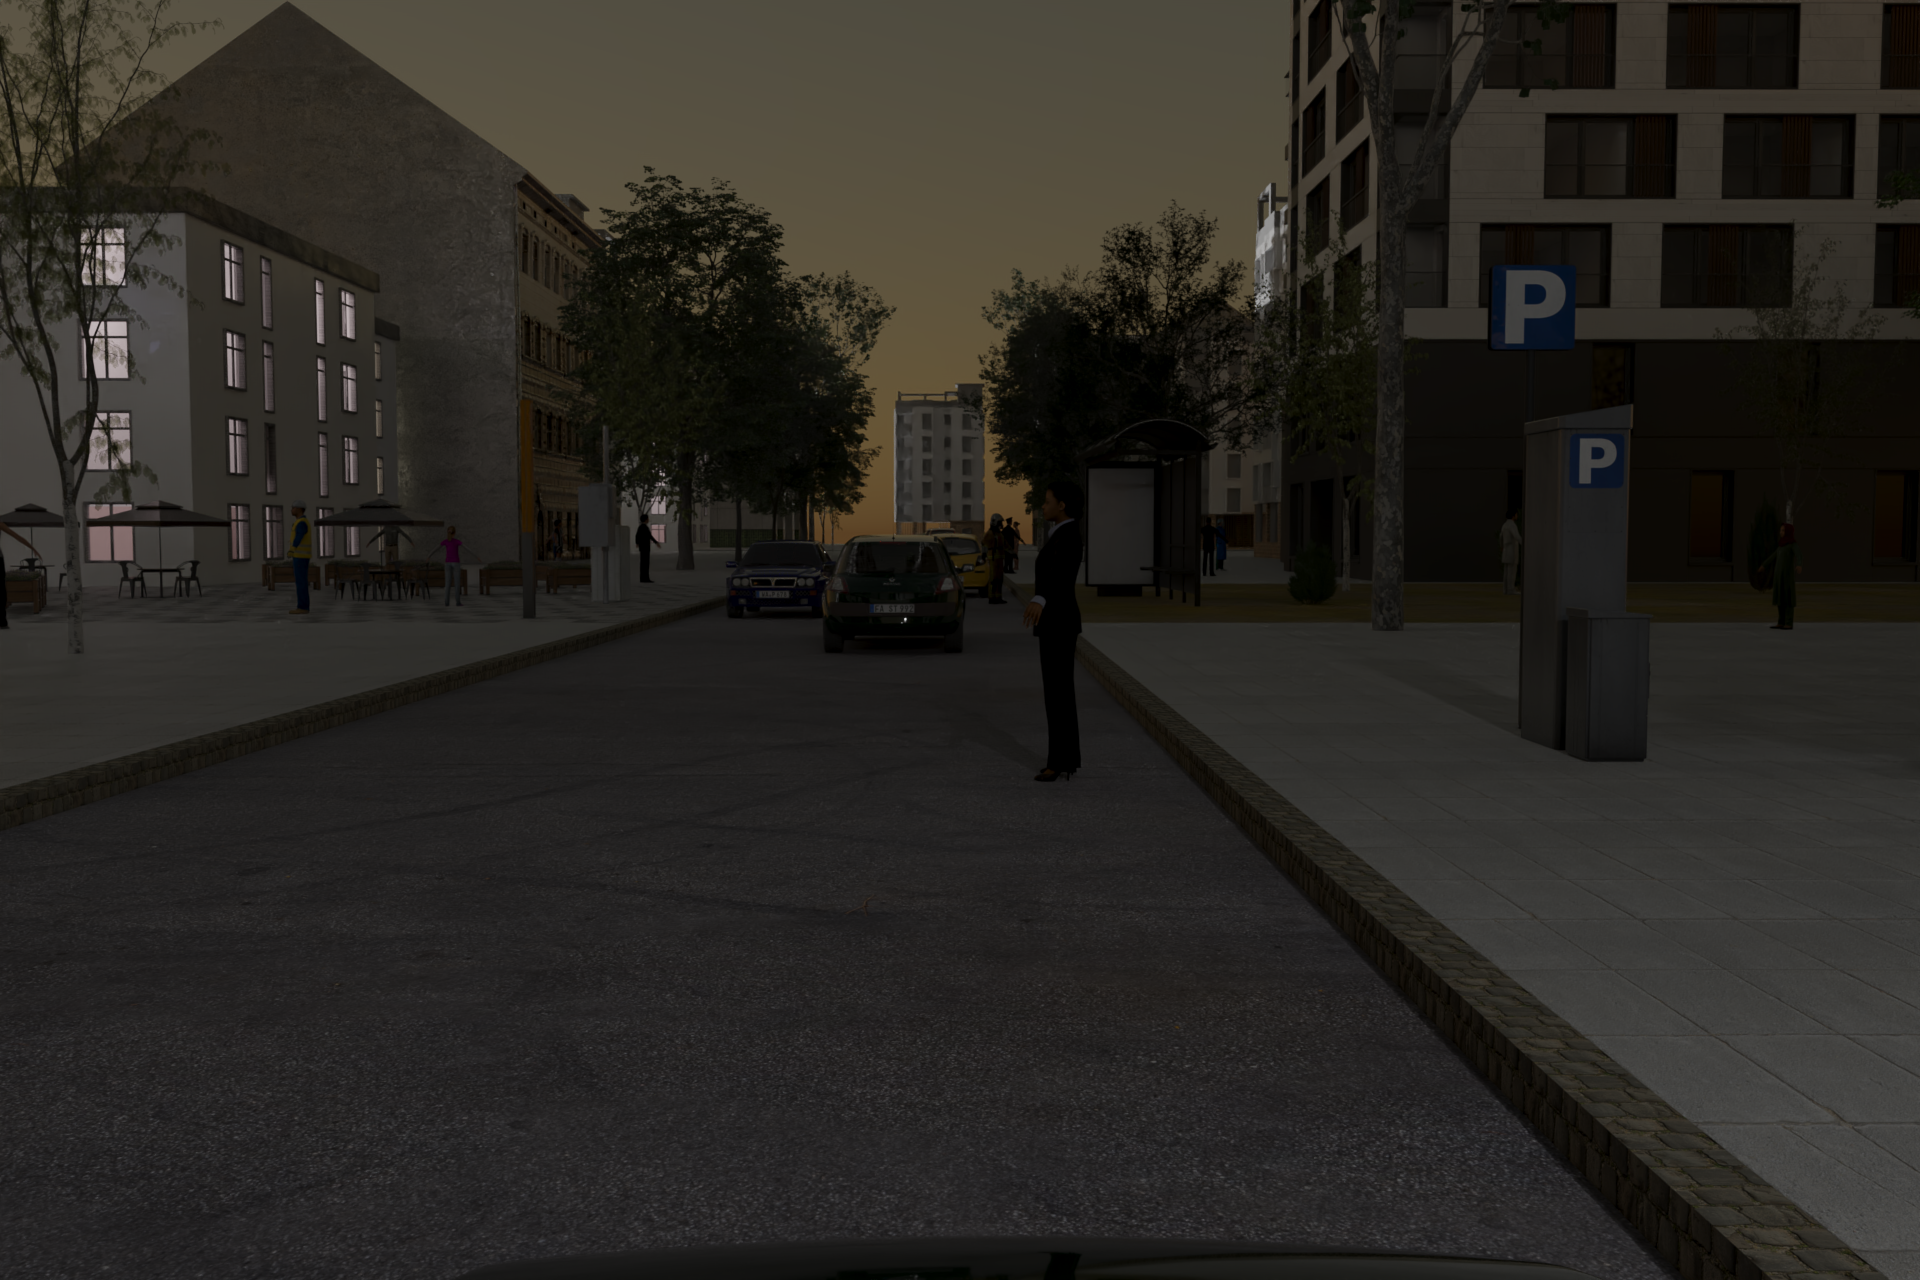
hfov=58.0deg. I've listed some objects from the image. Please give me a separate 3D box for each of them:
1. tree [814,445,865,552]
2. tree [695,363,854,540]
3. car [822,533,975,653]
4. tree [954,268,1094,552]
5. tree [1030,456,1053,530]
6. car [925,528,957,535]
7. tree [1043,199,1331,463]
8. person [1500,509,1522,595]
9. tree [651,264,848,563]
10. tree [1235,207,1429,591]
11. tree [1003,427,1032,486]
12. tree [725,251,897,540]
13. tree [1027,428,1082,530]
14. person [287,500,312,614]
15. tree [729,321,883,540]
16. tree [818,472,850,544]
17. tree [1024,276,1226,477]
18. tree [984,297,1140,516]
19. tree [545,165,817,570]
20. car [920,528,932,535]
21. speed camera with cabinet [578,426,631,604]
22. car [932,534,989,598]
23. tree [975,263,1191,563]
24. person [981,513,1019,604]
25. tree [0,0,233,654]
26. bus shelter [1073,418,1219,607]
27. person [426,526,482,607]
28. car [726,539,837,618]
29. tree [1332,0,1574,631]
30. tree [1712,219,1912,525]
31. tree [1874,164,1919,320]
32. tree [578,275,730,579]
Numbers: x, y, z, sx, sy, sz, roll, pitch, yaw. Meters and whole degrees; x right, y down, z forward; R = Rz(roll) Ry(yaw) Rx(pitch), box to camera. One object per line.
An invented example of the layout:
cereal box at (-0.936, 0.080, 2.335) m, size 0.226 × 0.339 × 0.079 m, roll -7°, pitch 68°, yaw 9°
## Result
tree at (-9.550, -10.773, 126.506) m, size 4.360 × 8.622 × 3.978 m, roll 0°, pitch 3°, yaw 0°
tree at (-9.800, -9.532, 90.266) m, size 8.767 × 10.594 × 7.601 m, roll 0°, pitch 4°, yaw -5°
car at (-0.808, -0.765, 22.292) m, size 2.009 × 1.686 × 4.222 m, roll 0°, pitch 4°, yaw 0°
tree at (5.829, -16.289, 122.222) m, size 12.611 × 20.169 × 13.585 m, roll 0°, pitch 3°, yaw 0°
tree at (5.606, -9.744, 109.677) m, size 4.360 × 8.622 × 3.978 m, roll 0°, pitch 3°, yaw 0°
car at (-1.037, -5.920, 105.465) m, size 2.281 × 1.827 × 5.304 m, roll 0°, pitch 4°, yaw 0°
tree at (6.245, -6.918, 47.517) m, size 8.767 × 10.594 × 7.601 m, roll 1°, pitch 4°, yaw 12°
person at (11.663, -1.859, 36.584) m, size 0.705 × 1.806 × 1.347 m, roll 0°, pitch 4°, yaw -5°
tree at (-9.840, -10.202, 77.175) m, size 12.009 × 13.543 × 11.850 m, roll 0°, pitch 3°, yaw 0°
tree at (8.492, -5.390, 38.492) m, size 4.737 × 8.622 × 4.395 m, roll 0°, pitch 3°, yaw 0°
tree at (11.241, -22.447, 222.892) m, size 12.611 × 20.169 × 13.585 m, roll 0°, pitch 3°, yaw 0°
tree at (-10.967, -15.942, 116.539) m, size 12.611 × 20.169 × 13.585 m, roll 0°, pitch 3°, yaw 0°
tree at (5.682, -9.380, 103.733) m, size 4.737 × 8.622 × 4.395 m, roll 0°, pitch 3°, yaw 0°
person at (-10.634, -1.338, 27.844) m, size 0.705 × 1.833 × 1.349 m, roll -1°, pitch 4°, yaw -16°
tree at (-9.472, -12.016, 103.114) m, size 9.857 × 13.997 × 8.962 m, roll 0°, pitch 3°, yaw 0°
tree at (-17.228, -17.759, 216.110) m, size 9.928 × 11.665 × 9.643 m, roll 0°, pitch 3°, yaw 0°
tree at (5.944, -7.800, 61.943) m, size 7.601 × 10.594 × 8.767 m, roll -1°, pitch 4°, yaw -10°
tree at (5.740, -11.365, 92.466) m, size 9.857 × 13.997 × 8.962 m, roll 0°, pitch 3°, yaw 0°
tree at (-9.714, -9.474, 61.556) m, size 9.857 × 13.997 × 8.962 m, roll 0°, pitch 3°, yaw 0°
car at (-1.419, -6.249, 110.839) m, size 2.281 × 1.827 × 5.304 m, roll 0°, pitch 4°, yaw -1°
speed camera with cabinet at (-6.664, -2.332, 32.460) m, size 0.660 × 3.252 × 2.038 m, roll 0°, pitch 3°, yaw 0°
car at (-0.189, -1.844, 40.367) m, size 2.015 × 1.641 × 3.980 m, roll 0°, pitch 4°, yaw 0°
tree at (5.731, -10.281, 78.458) m, size 12.009 × 13.543 × 11.850 m, roll 0°, pitch 3°, yaw 0°
person at (0.766, -1.667, 35.482) m, size 0.705 × 1.858 × 1.354 m, roll 2°, pitch 4°, yaw 32°
tree at (-9.410, -4.172, 18.575) m, size 4.360 × 8.622 × 3.978 m, roll 0°, pitch 3°, yaw 0°
bus shelter at (3.419, -2.388, 32.975) m, size 2.014 × 3.302 × 5.546 m, roll 0°, pitch 4°, yaw -2°
person at (-8.971, -1.309, 30.675) m, size 0.991 × 1.433 × 0.599 m, roll 0°, pitch 3°, yaw 0°
car at (-3.117, -1.115, 30.812) m, size 1.945 × 1.354 × 3.894 m, roll 0°, pitch 4°, yaw 0°
tree at (6.795, -10.129, 21.496) m, size 12.611 × 20.169 × 13.585 m, roll 0°, pitch 3°, yaw 0°
tree at (19.611, -5.533, 40.829) m, size 4.360 × 8.622 × 3.978 m, roll 0°, pitch 3°, yaw 0°
tree at (19.546, -6.283, 28.482) m, size 9.928 × 11.665 × 9.643 m, roll 0°, pitch 3°, yaw 0°
tree at (-8.966, -6.048, 49.246) m, size 4.737 × 8.622 × 4.395 m, roll 0°, pitch 3°, yaw 0°
